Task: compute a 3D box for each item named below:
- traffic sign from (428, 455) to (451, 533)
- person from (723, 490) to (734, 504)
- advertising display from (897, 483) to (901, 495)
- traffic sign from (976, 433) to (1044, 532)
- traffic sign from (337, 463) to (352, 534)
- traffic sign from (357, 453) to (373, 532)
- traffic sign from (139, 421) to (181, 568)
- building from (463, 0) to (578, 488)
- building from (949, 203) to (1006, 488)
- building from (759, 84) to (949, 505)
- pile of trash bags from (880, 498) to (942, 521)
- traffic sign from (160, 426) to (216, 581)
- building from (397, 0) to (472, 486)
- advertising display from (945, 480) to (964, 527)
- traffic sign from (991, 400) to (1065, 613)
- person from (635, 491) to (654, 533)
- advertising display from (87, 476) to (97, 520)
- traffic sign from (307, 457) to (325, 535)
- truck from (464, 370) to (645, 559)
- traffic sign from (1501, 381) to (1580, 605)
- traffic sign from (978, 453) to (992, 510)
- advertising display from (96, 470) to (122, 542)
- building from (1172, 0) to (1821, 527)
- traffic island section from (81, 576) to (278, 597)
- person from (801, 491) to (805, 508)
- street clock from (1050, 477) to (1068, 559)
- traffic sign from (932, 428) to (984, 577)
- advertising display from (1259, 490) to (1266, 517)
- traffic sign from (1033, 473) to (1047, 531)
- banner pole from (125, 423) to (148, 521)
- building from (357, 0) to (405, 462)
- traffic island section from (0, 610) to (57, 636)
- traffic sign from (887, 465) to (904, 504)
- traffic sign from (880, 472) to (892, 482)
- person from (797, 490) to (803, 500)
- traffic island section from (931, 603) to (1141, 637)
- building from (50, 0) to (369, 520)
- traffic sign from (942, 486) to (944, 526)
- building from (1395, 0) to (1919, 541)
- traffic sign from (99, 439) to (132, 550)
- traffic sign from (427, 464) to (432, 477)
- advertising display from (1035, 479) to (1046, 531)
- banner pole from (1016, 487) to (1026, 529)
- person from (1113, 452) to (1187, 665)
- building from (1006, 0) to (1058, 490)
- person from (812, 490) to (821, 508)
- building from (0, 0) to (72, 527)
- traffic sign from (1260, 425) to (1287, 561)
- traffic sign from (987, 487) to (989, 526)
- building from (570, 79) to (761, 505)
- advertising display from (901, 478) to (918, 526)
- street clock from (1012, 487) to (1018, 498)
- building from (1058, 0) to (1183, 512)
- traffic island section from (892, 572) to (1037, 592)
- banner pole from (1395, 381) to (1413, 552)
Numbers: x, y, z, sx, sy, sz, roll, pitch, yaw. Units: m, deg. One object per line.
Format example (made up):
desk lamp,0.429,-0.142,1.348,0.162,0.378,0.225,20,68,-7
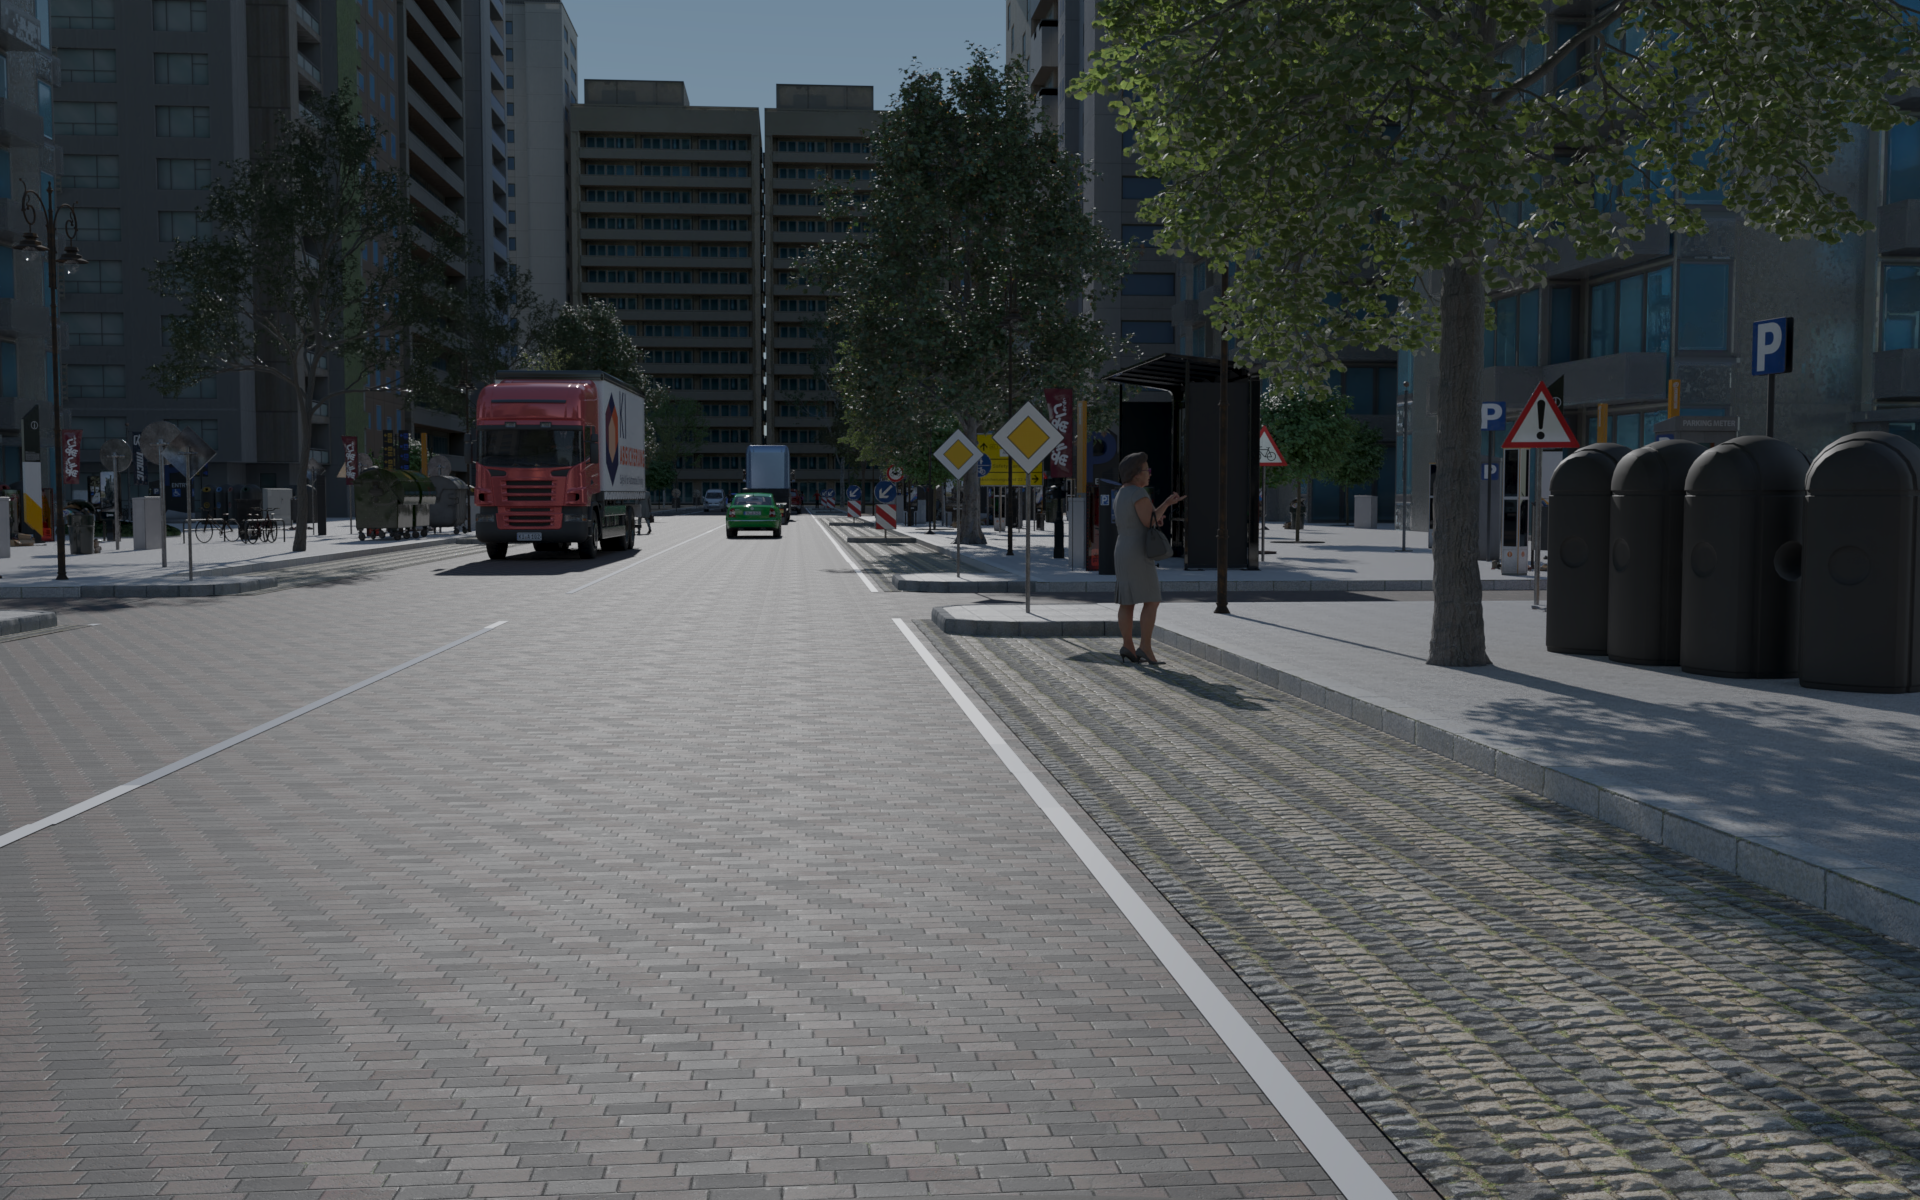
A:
traffic sign,-17.042,-3.463,56.726,0.768,2.556,0.104,0,4,-1
person,-17.777,-7.625,133.890,1.217,1.735,0.721,-2,4,-27
advertising display,-3.148,-5.848,100.832,0.974,1.923,0.123,-1,4,-9
traffic sign,1.656,-3.912,57.826,2.265,3.308,0.079,0,3,0
traffic sign,-19.563,-3.399,55.583,0.884,2.594,0.081,0,4,1
traffic sign,-18.463,-3.256,53.335,0.768,2.556,0.104,0,4,-3
traffic sign,-13.897,-1.839,30.178,0.768,2.556,0.104,0,4,-3
building,-59.471,-40.510,204.338,28.212,58.520,21.231,0,4,-5
building,5.377,-34.107,207.764,14.200,45.320,14.600,0,4,-5
building,-12.748,-35.809,209.176,21.600,48.544,21.300,0,4,-5
pile of trash bags,-2.782,-5.049,92.305,3.447,1.369,1.912,-3,5,-43
traffic sign,-11.373,-1.340,25.558,0.795,2.450,0.064,0,4,-5
building,-47.665,-30.485,122.139,21.300,48.544,21.600,0,4,-5
advertising display,-0.099,-3.826,67.773,0.974,1.923,0.123,0,4,4
traffic sign,0.731,-0.919,18.667,0.795,2.450,0.064,0,4,-5
person,-11.515,-3.325,62.960,0.694,1.812,0.767,-3,5,-39
advertising display,-30.126,-3.391,60.658,0.123,1.923,0.974,1,4,17
traffic sign,-20.315,-3.254,54.380,0.795,2.450,0.064,0,4,-1
truck,-9.446,-3.221,41.585,2.839,4.237,11.283,0,4,-4
traffic sign,6.684,-1.223,20.005,0.884,2.594,0.081,0,4,4
traffic sign,0.576,-3.211,52.601,0.768,2.556,0.104,0,4,4
advertising display,-23.009,-2.552,46.934,0.974,1.923,0.123,3,4,38
building,23.506,-28.656,88.132,23.786,49.044,30.456,0,4,-5
traffic island section,-11.395,-0.204,25.617,2.009,0.180,2.903,0,4,-5
person,-16.199,-10.258,176.900,0.721,1.739,1.217,3,4,37
street clock,1.976,-1.831,34.509,0.358,2.002,0.471,1,4,16
traffic sign,-0.028,-1.405,26.616,0.795,2.450,0.064,0,4,-5
advertising display,8.739,-2.874,52.205,0.974,1.923,0.123,1,4,18
traffic sign,2.570,-3.657,59.790,0.884,2.594,0.081,0,4,2
banner pole,-28.966,-4.333,60.859,0.863,3.779,0.401,-2,4,-32
building,-42.581,-27.808,104.773,14.600,45.320,14.200,0,4,-5
traffic island section,-10.636,0.282,17.668,2.009,0.180,2.903,0,4,-5
traffic sign,-2.730,-4.485,73.443,0.768,2.556,0.104,0,3,0
traffic sign,-4.228,-6.064,99.248,0.768,2.556,0.104,0,4,-5
person,-12.595,-7.802,136.591,0.721,1.766,1.217,1,4,12
traffic island section,0.754,0.216,18.746,2.009,0.180,2.903,0,4,-5
building,-40.098,-24.886,90.486,14.154,41.232,14.086,0,4,-5
traffic sign,-0.696,-4.259,69.741,0.768,2.556,0.104,0,4,2
building,29.048,-26.406,51.345,30.456,49.044,23.786,0,4,-5
traffic sign,-19.384,-2.426,39.778,0.768,2.556,0.104,0,4,3
traffic sign,-22.765,-4.536,74.275,0.768,2.556,0.104,0,3,0
advertising display,2.835,-3.418,61.102,0.123,1.923,0.974,-1,4,-13
banner pole,2.361,-4.502,63.632,0.401,3.779,0.863,2,4,30
person,1.597,-0.347,14.535,0.532,1.782,0.716,-1,4,-19
building,18.840,-34.363,151.067,28.713,52.752,27.495,0,4,-5
person,-13.270,-9.343,161.201,1.348,1.831,0.705,-3,5,-40
building,-44.018,-26.573,54.075,23.786,49.044,30.456,0,4,-5
traffic sign,5.766,-2.013,32.916,0.884,2.594,0.081,0,4,1
traffic sign,1.114,-4.254,69.658,0.768,2.556,0.104,0,4,3
building,-34.230,-35.670,206.914,21.600,48.544,21.300,0,4,-5
advertising display,-1.996,-3.968,70.095,0.123,1.923,0.974,2,4,28
street clock,2.363,-4.361,75.880,0.358,2.002,0.471,-1,4,-9
building,17.513,-35.525,122.838,21.231,58.520,28.212,0,4,-5
traffic island section,-0.005,-0.270,26.696,2.009,0.180,2.903,0,4,-5
banner pole,9.956,-2.985,38.816,0.401,3.779,0.863,1,4,10
